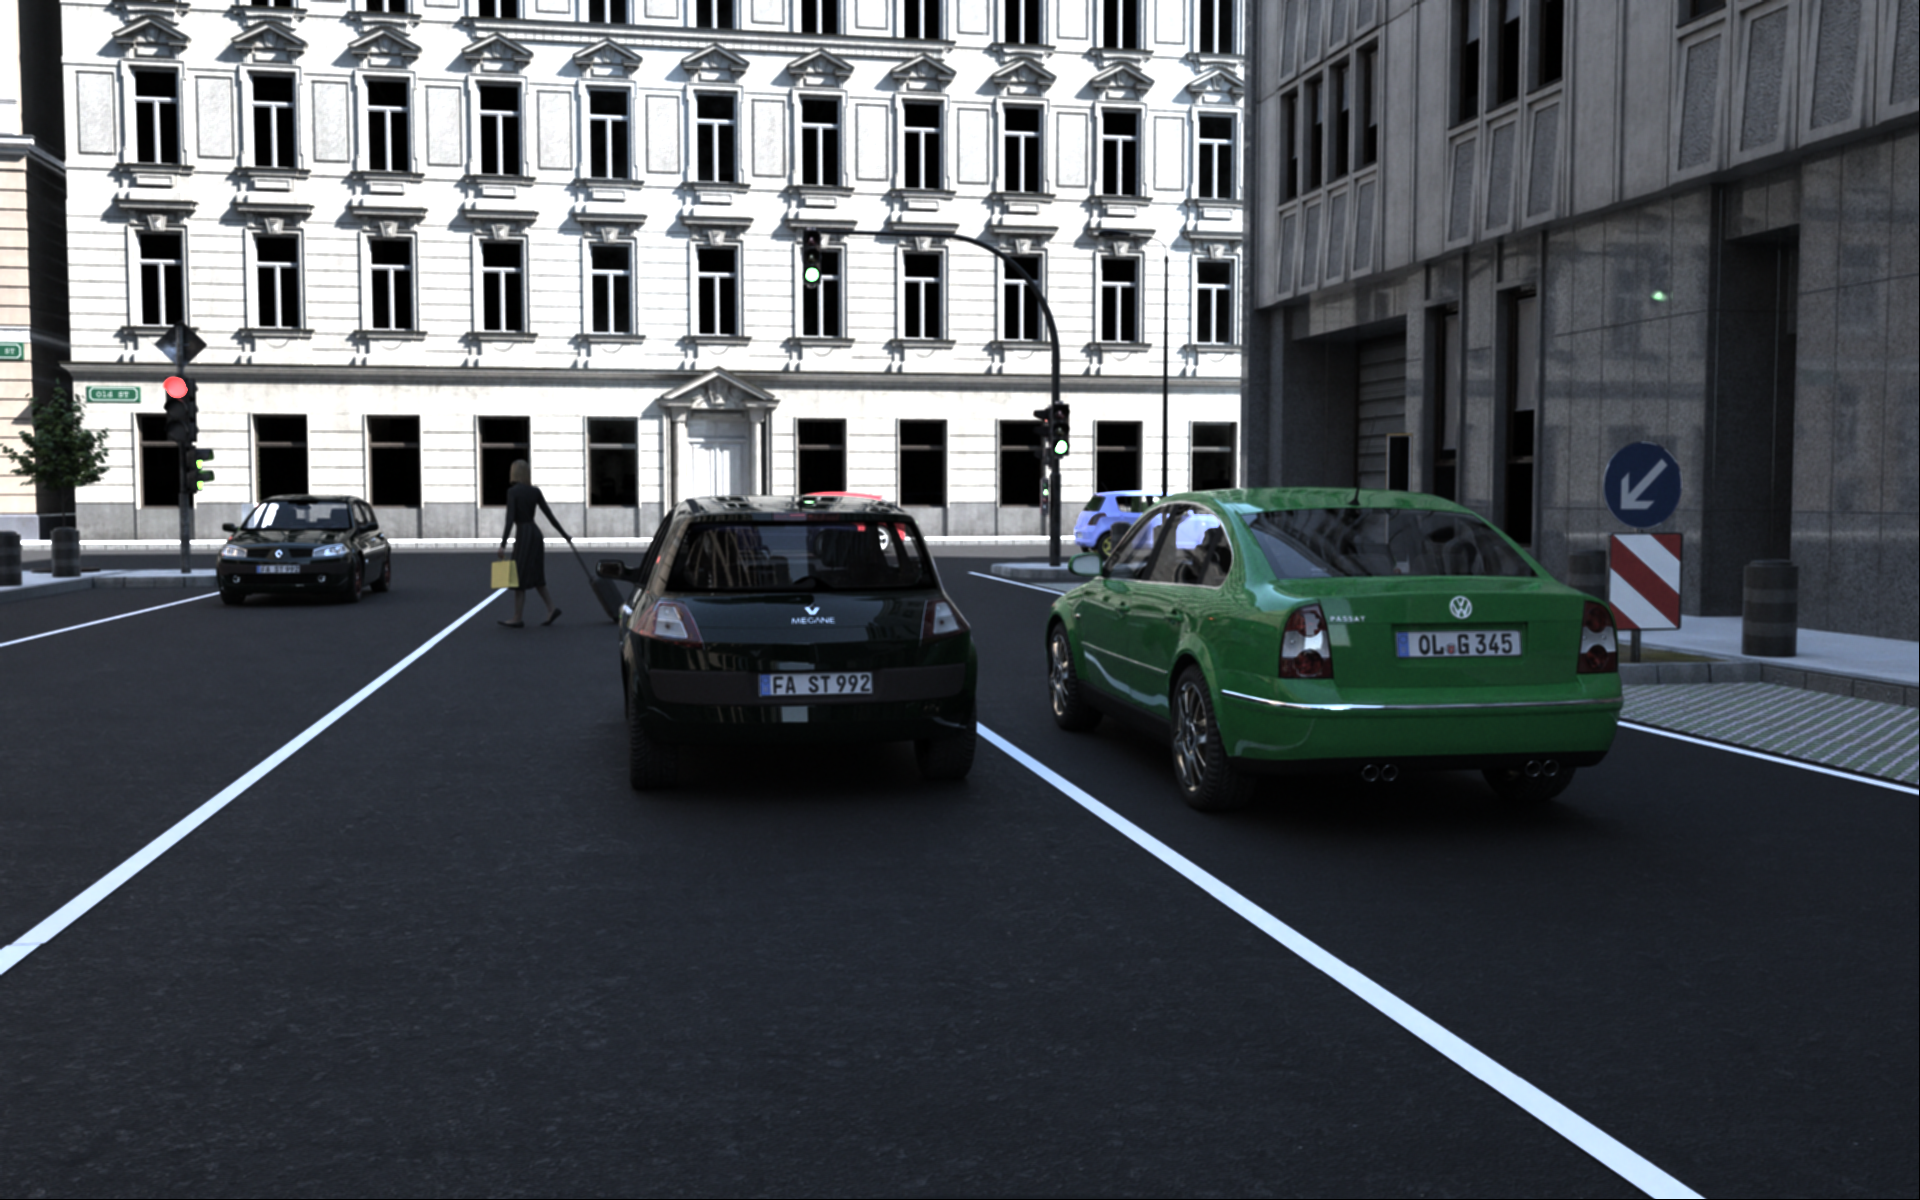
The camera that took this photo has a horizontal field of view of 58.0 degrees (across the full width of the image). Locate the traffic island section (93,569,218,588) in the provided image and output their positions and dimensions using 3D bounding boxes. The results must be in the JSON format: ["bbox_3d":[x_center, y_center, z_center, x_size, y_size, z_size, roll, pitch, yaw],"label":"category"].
[{"bbox_3d":[-12.586,-0.357,28.120,2.009,0.180,2.903,-1,4,-11],"label":"traffic island section"}]

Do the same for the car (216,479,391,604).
[{"bbox_3d":[-9.002,-0.866,23.950,2.009,1.686,4.222,-1,4,-10],"label":"car"}]

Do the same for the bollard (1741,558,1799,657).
[{"bbox_3d":[6.448,0.057,13.784,0.404,0.777,0.398,0,3,0],"label":"bollard"}]

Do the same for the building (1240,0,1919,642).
[{"bbox_3d":[12.693,-12.433,21.300,12.078,24.808,19.932,-1,4,-11],"label":"building"}]

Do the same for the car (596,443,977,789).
[{"bbox_3d":[-1.065,-0.009,9.932,2.009,1.686,4.222,-1,4,-11],"label":"car"}]

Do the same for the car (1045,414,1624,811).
[{"bbox_3d":[1.683,-0.031,9.310,1.959,1.807,4.718,-1,4,-10],"label":"car"}]

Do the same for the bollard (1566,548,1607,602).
[{"bbox_3d":[5.951,-0.103,16.394,0.404,0.777,0.398,0,3,0],"label":"bollard"}]

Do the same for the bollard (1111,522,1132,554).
[{"bbox_3d":[2.987,-1.059,32.029,0.404,0.777,0.398,0,3,0],"label":"bollard"}]

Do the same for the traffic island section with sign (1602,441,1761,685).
[{"bbox_3d":[4.919,-0.319,13.851,1.989,1.847,2.006,-1,4,-11],"label":"traffic island section with sign"}]

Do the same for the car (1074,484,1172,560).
[{"bbox_3d":[4.423,-1.778,38.665,3.694,1.707,1.945,-1,4,-10],"label":"car"}]

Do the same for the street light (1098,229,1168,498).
[{"bbox_3d":[3.109,-3.552,30.615,1.470,5.913,1.316,-1,4,-11],"label":"street light"}]

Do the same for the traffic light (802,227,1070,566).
[{"bbox_3d":[-0.378,-3.394,30.166,4.771,5.953,1.251,-1,4,-11],"label":"traffic light"}]

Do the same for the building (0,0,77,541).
[{"bbox_3d":[-36.037,-16.215,51.016,20.117,28.700,13.634,-1,4,-11],"label":"building"}]

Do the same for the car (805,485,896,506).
[{"bbox_3d":[-3.581,-2.027,42.188,4.494,1.783,2.155,-1,4,-12],"label":"car"}]

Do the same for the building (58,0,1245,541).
[{"bbox_3d":[-4.481,-17.222,57.995,44.131,29.872,17.030,-1,4,-11],"label":"building"}]

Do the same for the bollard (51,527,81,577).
[{"bbox_3d":[-13.872,-0.743,26.867,0.404,0.777,0.398,0,3,0],"label":"bollard"}]

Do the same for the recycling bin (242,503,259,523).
[{"bbox_3d":[-18.742,-2.071,46.422,0.722,1.027,0.722,3,5,40],"label":"recycling bin"}]

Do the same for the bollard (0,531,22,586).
[{"bbox_3d":[-13.377,-0.584,24.266,0.404,0.777,0.398,0,3,0],"label":"bollard"}]

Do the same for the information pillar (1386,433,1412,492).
[{"bbox_3d":[5.349,-1.019,21.151,0.304,2.012,0.304,1,4,14],"label":"information pillar"}]

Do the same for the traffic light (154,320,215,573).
[{"bbox_3d":[-12.544,-2.390,27.992,0.839,4.253,0.868,-1,4,-11],"label":"traffic light"}]

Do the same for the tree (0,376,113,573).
[{"bbox_3d":[-14.877,-2.069,28.432,1.663,3.219,1.824,0,3,0],"label":"tree"}]

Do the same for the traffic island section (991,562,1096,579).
[{"bbox_3d":[1.703,-0.522,30.816,2.009,0.180,2.903,-1,4,-11],"label":"traffic island section"}]

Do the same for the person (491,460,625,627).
[{"bbox_3d":[-4.352,-0.620,18.863,1.509,1.804,0.699,-1,4,-23],"label":"person"}]
